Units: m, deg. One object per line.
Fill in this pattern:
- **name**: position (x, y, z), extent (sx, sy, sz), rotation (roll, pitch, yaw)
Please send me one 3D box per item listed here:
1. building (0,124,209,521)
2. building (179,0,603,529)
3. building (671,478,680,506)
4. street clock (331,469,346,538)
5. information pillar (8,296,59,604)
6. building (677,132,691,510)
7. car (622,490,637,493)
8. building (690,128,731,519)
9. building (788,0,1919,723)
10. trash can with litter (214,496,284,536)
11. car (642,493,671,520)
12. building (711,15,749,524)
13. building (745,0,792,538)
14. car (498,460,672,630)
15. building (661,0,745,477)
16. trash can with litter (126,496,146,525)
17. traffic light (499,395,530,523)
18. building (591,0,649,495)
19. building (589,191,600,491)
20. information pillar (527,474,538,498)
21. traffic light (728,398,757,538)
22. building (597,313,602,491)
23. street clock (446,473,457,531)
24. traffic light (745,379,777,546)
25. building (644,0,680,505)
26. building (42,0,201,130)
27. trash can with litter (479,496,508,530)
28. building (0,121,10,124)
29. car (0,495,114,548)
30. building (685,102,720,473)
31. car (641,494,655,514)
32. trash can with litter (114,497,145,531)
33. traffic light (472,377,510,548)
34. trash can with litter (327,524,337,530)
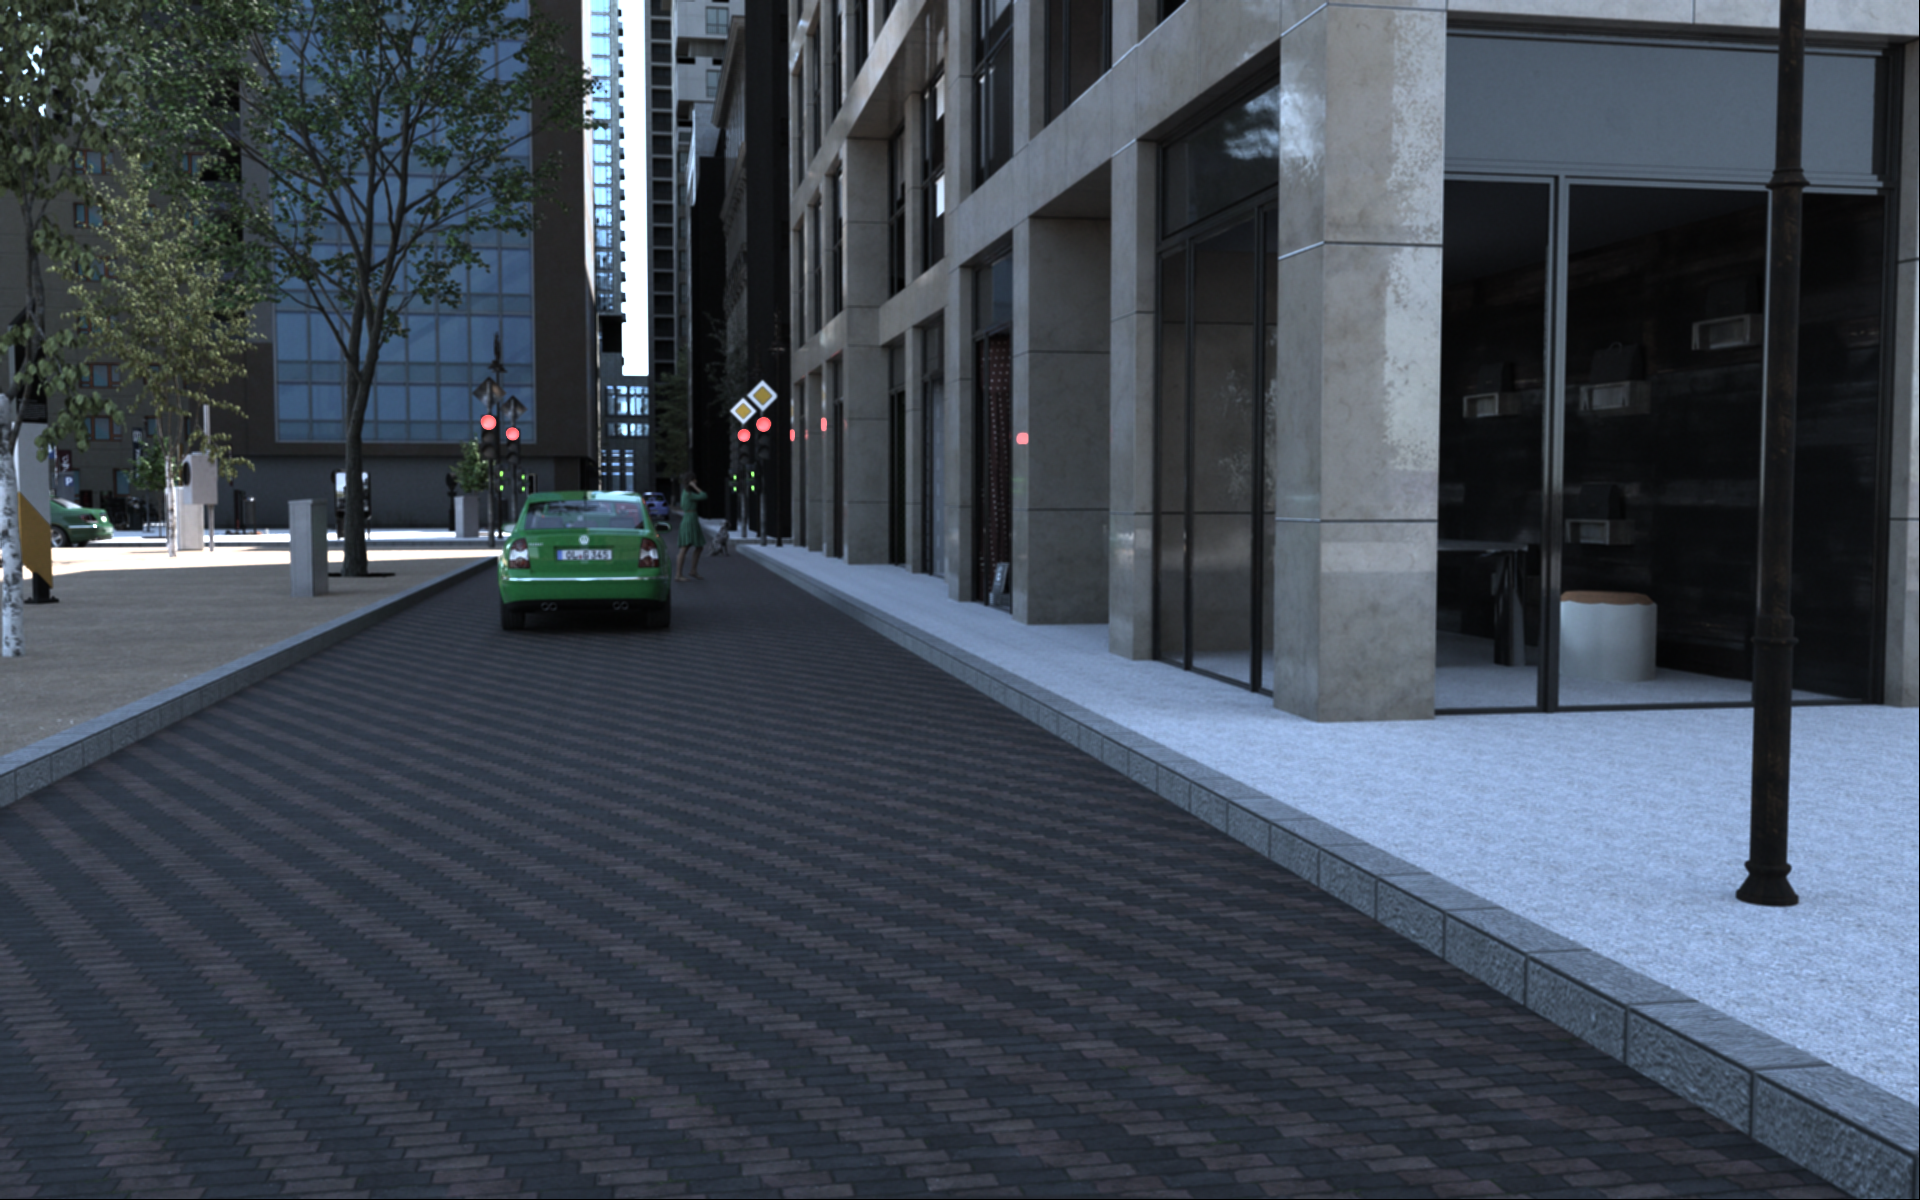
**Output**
- **building**: position (-36.093, -15.436, 97.414), extent (27.650, 21.520, 28.899), rotation (-1, 4, -10)
- **building**: position (-22.006, -25.638, 69.297), extent (14.600, 45.320, 14.200), rotation (-1, 4, -10)
- **building**: position (-15.475, -30.471, 190.089), extent (32.217, 40.220, 23.993), rotation (-1, 4, -10)
- **street clock**: position (-18.013, -2.801, 50.366), extent (0.471, 2.002, 0.358), rotation (1, 4, 19)
- **information pillar**: position (-10.820, -1.763, 20.178), extent (0.183, 3.616, 0.504), rotation (1, 4, 14)
- **building**: position (-16.089, -22.674, 142.423), extent (14.160, 30.474, 14.107), rotation (-1, 4, -10)
- **car**: position (-33.315, -10.143, 174.504), extent (2.281, 1.827, 5.304), rotation (-1, 4, -8)
- **building**: position (-8.739, -16.413, 98.026), extent (12.332, 23.373, 15.834), rotation (-1, 4, -10)
- **building**: position (8.350, -13.628, 27.339), extent (19.350, 26.468, 34.151), rotation (-1, 4, -10)
- **trash can with litter**: position (-22.426, -2.639, 54.212), extent (2.233, 1.210, 1.678), rotation (2, 4, 29)
- **car**: position (-16.943, -5.270, 95.749), extent (1.945, 1.707, 3.694), rotation (-1, 4, -9)
- **building**: position (-5.367, -15.322, 79.401), extent (11.050, 23.489, 19.941), rotation (-1, 4, -10)
- **building**: position (1.303, -13.899, 56.927), extent (15.834, 23.373, 12.332), rotation (-1, 4, -10)
- **car**: position (-4.255, -0.670, 19.748), extent (1.959, 1.807, 4.718), rotation (-1, 4, -11)
- **building**: position (-13.306, -35.152, 163.974), extent (28.713, 52.752, 27.495), rotation (-1, 4, -10)
- **trash can with litter**: position (-34.827, -3.726, 71.984), extent (1.678, 1.210, 2.233), rotation (3, 5, 41)
- **traffic light**: position (-12.673, -3.692, 49.280), extent (0.839, 4.253, 0.868), rotation (-1, 4, -10)
- **building**: position (-54.258, -54.988, 211.731), extent (31.000, 86.520, 22.319), rotation (-1, 4, -10)
- **building**: position (-40.234, -23.580, 157.238), extent (14.160, 30.474, 14.107), rotation (-1, 4, -10)
- **information pillar**: position (-15.800, -3.641, 64.027), extent (0.304, 2.012, 0.304), rotation (0, 4, 6)
- **traffic light**: position (-6.323, -3.765, 50.470), extent (0.839, 4.253, 0.868), rotation (-1, 4, -10)
- **building**: position (-52.829, -20.639, 182.488), extent (28.899, 21.520, 27.650), rotation (-1, 4, -10)
- **street clock**: position (-17.600, -3.391, 60.011), extent (0.358, 2.002, 0.471), rotation (-3, 5, -39)
- **traffic light**: position (-4.866, -3.284, 42.619), extent (0.839, 4.253, 0.868), rotation (-1, 4, -10)
- **building**: position (-28.852, -47.612, 216.716), extent (20.611, 71.187, 20.563), rotation (-1, 4, -10)
- **building**: position (-94.227, -46.896, 204.998), extent (20.611, 71.187, 20.563), rotation (-1, 4, -10)
- **trash can with litter**: position (-16.886, -3.127, 62.183), extent (2.233, 1.210, 1.678), rotation (-1, 4, -11)
- **building**: position (-111.250, -33.621, 199.808), extent (14.200, 45.320, 14.600), rotation (-1, 4, -10)
- **car**: position (-23.980, -1.938, 43.477), extent (4.920, 1.459, 2.131), rotation (-1, 4, -10)
- **building**: position (-11.864, -18.198, 115.558), extent (12.078, 24.808, 19.932), rotation (-1, 4, -10)
- **car**: position (-11.832, -3.179, 61.011), extent (2.155, 1.783, 4.494), rotation (-1, 4, -10)
- **trash can with litter**: position (-28.972, -2.994, 60.332), extent (1.055, 1.170, 0.624), rotation (0, 4, 4)
- **traffic light**: position (-11.216, -3.211, 41.428), extent (0.839, 4.253, 0.868), rotation (-1, 4, -10)
- **trash can with litter**: position (-22.264, -3.124, 62.138), extent (1.678, 1.210, 2.233), rotation (-1, 4, -9)
